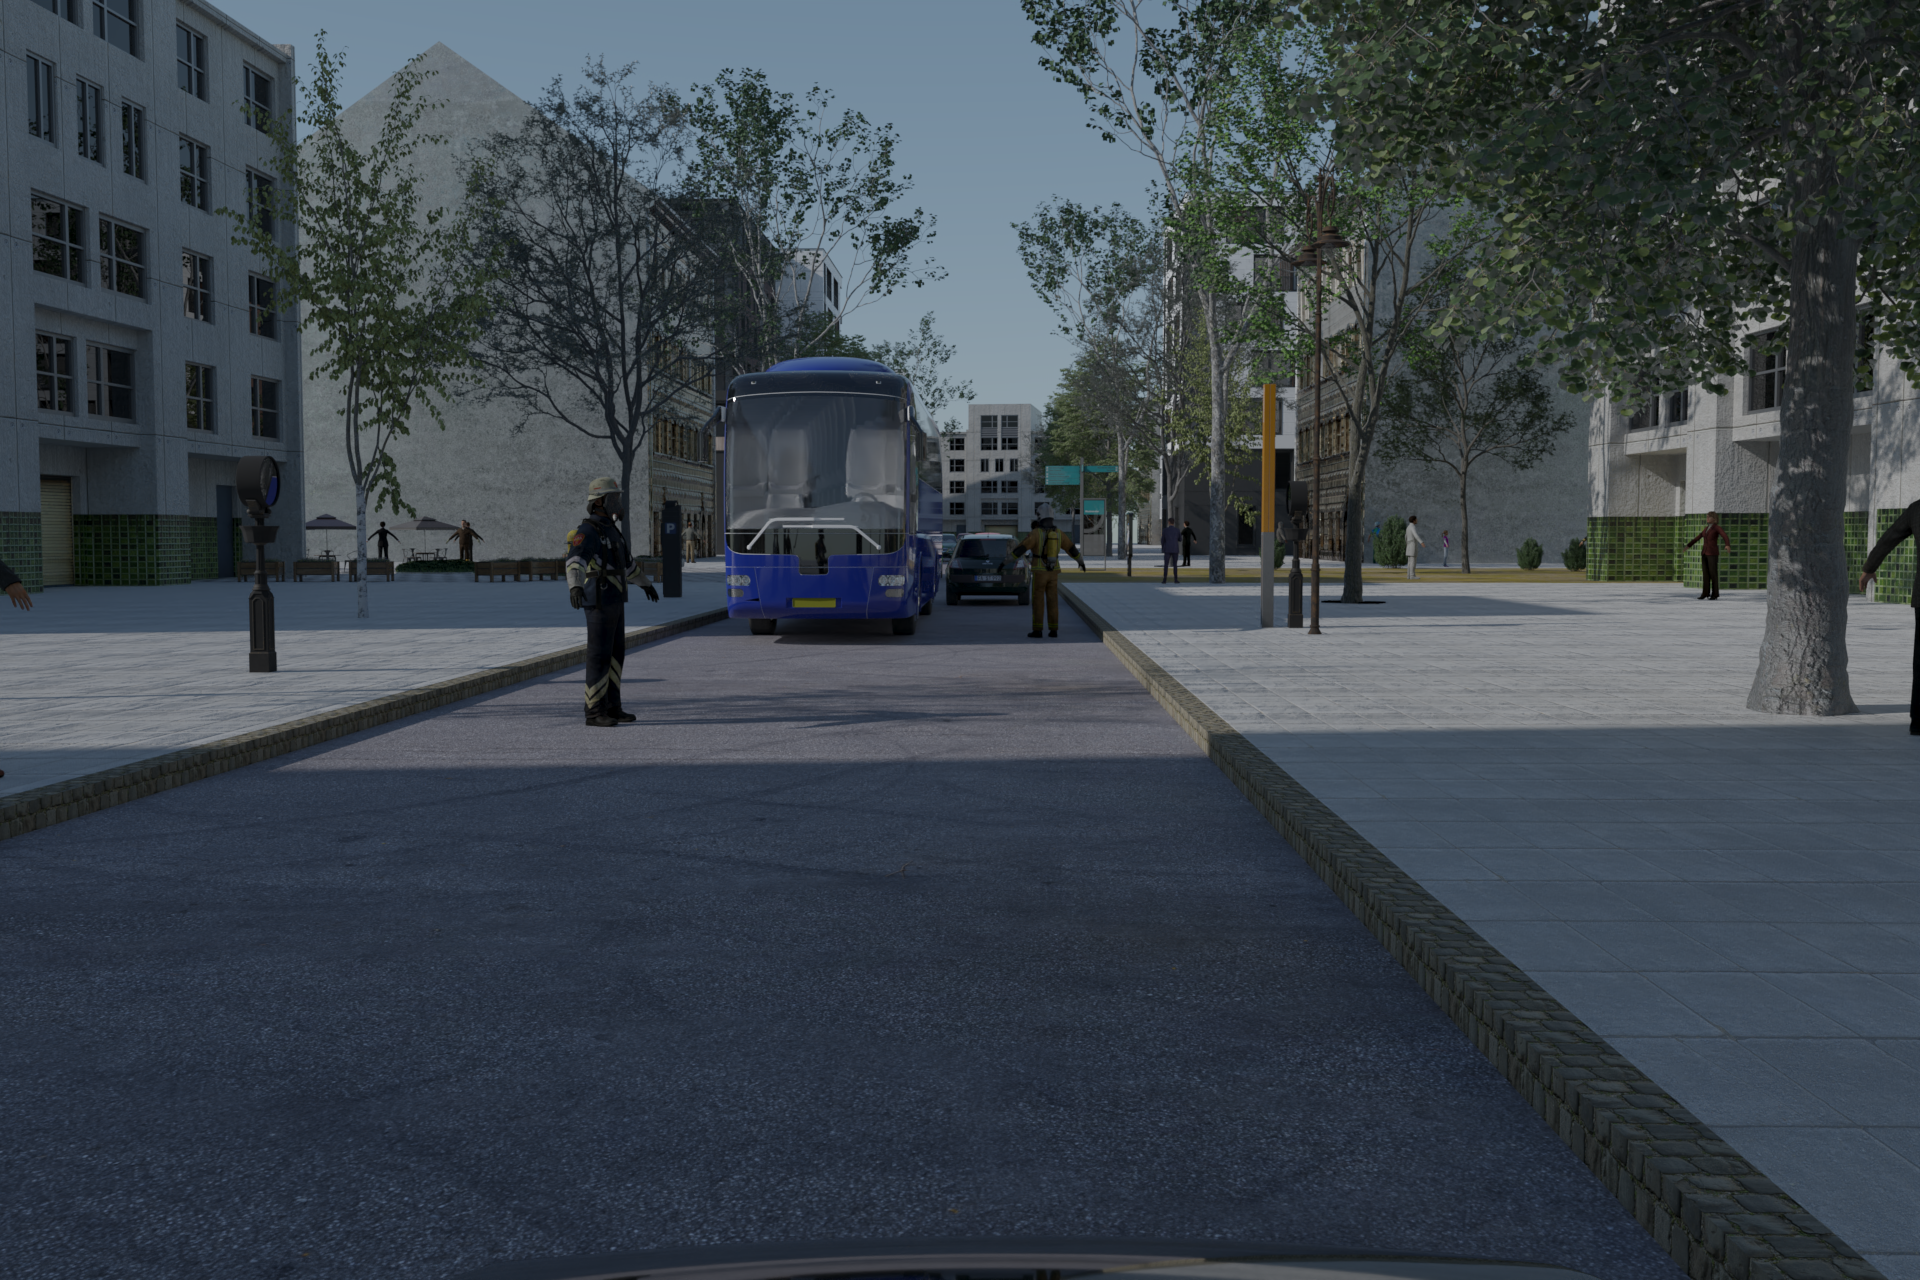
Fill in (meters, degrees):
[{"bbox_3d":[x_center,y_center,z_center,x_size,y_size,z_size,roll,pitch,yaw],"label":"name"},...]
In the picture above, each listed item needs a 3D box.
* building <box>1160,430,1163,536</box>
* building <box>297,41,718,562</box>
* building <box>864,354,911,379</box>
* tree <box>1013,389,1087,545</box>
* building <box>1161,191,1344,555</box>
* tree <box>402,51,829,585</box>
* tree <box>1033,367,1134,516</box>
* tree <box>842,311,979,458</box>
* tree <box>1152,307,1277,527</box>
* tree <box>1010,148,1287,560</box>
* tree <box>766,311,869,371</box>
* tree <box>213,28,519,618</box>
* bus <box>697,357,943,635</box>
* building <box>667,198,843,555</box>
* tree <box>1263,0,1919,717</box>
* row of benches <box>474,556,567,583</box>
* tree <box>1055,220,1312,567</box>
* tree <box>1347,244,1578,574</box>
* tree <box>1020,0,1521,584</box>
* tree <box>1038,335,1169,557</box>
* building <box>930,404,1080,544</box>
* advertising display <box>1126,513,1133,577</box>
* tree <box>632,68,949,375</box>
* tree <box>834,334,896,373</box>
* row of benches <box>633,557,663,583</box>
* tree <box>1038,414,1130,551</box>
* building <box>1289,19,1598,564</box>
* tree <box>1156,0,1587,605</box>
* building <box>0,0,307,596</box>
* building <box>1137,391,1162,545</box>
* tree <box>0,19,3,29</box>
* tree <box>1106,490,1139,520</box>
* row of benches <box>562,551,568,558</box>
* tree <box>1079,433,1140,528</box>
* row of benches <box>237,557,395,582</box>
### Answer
[{"bbox_3d":[27.367,-20.513,191.808,16.016,20.090,11.380,0,4,1],"label":"building"},{"bbox_3d":[-23.023,-15.654,86.876,19.493,23.208,18.063,0,4,1],"label":"building"},{"bbox_3d":[-20.607,-22.524,212.235,27.936,21.610,32.646,0,4,1],"label":"building"},{"bbox_3d":[9.564,-14.434,146.362,12.009,13.543,11.850,0,3,0],"label":"tree"},{"bbox_3d":[27.713,-16.859,119.624,27.936,21.610,32.646,0,4,1],"label":"building"},{"bbox_3d":[-8.584,-8.182,44.141,12.009,13.543,11.850,0,3,0],"label":"tree"},{"bbox_3d":[8.419,-12.082,115.662,7.486,12.596,7.792,0,3,0],"label":"tree"},{"bbox_3d":[-4.807,-17.864,147.965,12.611,20.169,13.585,0,3,0],"label":"tree"},{"bbox_3d":[8.284,-6.448,55.784,4.737,8.622,4.395,0,3,0],"label":"tree"},{"bbox_3d":[9.164,-14.038,85.408,12.611,20.169,13.585,0,3,0],"label":"tree"},{"bbox_3d":[-7.412,-10.375,87.754,7.486,12.596,7.792,0,3,0],"label":"tree"},{"bbox_3d":[-8.929,-4.649,26.381,4.737,8.622,4.395,0,3,0],"label":"tree"},{"bbox_3d":[-1.733,-2.220,27.842,2.896,3.916,12.251,0,4,1],"label":"bus"},{"bbox_3d":[-23.743,-17.023,122.298,27.936,21.610,32.646,0,4,2],"label":"building"},{"bbox_3d":[6.158,-6.456,12.212,9.857,13.997,8.962,0,3,0],"label":"tree"},{"bbox_3d":[-11.624,-1.972,47.711,1.422,0.672,4.104,2,4,30],"label":"row of benches"},{"bbox_3d":[8.285,-9.589,67.148,12.009,13.543,11.850,0,3,0],"label":"tree"},{"bbox_3d":[16.038,-7.423,55.770,7.601,10.594,8.767,0,4,4],"label":"tree"},{"bbox_3d":[7.743,-11.468,43.386,12.611,20.169,13.585,0,3,0],"label":"tree"},{"bbox_3d":[8.344,-11.057,98.916,7.486,12.596,7.792,0,3,0],"label":"tree"},{"bbox_3d":[2.266,-22.834,242.242,31.486,18.905,16.747,0,4,8],"label":"building"},{"bbox_3d":[5.140,-2.896,52.561,0.123,1.923,0.974,0,4,0],"label":"advertising display"},{"bbox_3d":[-6.847,-13.042,69.119,12.611,20.169,13.585,0,3,0],"label":"tree"},{"bbox_3d":[-6.436,-11.009,98.129,7.486,12.596,7.792,0,3,0],"label":"tree"},{"bbox_3d":[-8.724,-1.939,47.158,1.422,0.672,4.104,-2,4,-34],"label":"row of benches"},{"bbox_3d":[9.640,-12.756,134.314,9.928,11.665,9.643,0,3,0],"label":"tree"},{"bbox_3d":[27.007,-15.445,83.457,19.493,23.208,18.063,0,4,2],"label":"building"},{"bbox_3d":[7.445,-6.481,31.727,9.928,11.665,9.643,0,3,0],"label":"tree"},{"bbox_3d":[-28.284,-10.344,35.575,16.747,18.905,31.486,0,4,2],"label":"building"},{"bbox_3d":[30.995,-22.823,204.078,19.493,23.208,18.063,0,4,1],"label":"building"},{"bbox_3d":[-8.893,-3.836,13.078,4.360,8.622,3.978,0,3,0],"label":"tree"},{"bbox_3d":[23.202,-18.834,242.348,7.601,10.594,8.767,1,4,9],"label":"tree"},{"bbox_3d":[-14.153,-2.947,63.648,1.422,0.672,4.104,-1,4,-17],"label":"row of benches"},{"bbox_3d":[8.483,-9.567,106.778,4.360,8.622,3.978,0,3,0],"label":"tree"},{"bbox_3d":[-17.233,-1.906,46.633,4.104,0.672,1.422,0,4,-6],"label":"row of benches"}]
